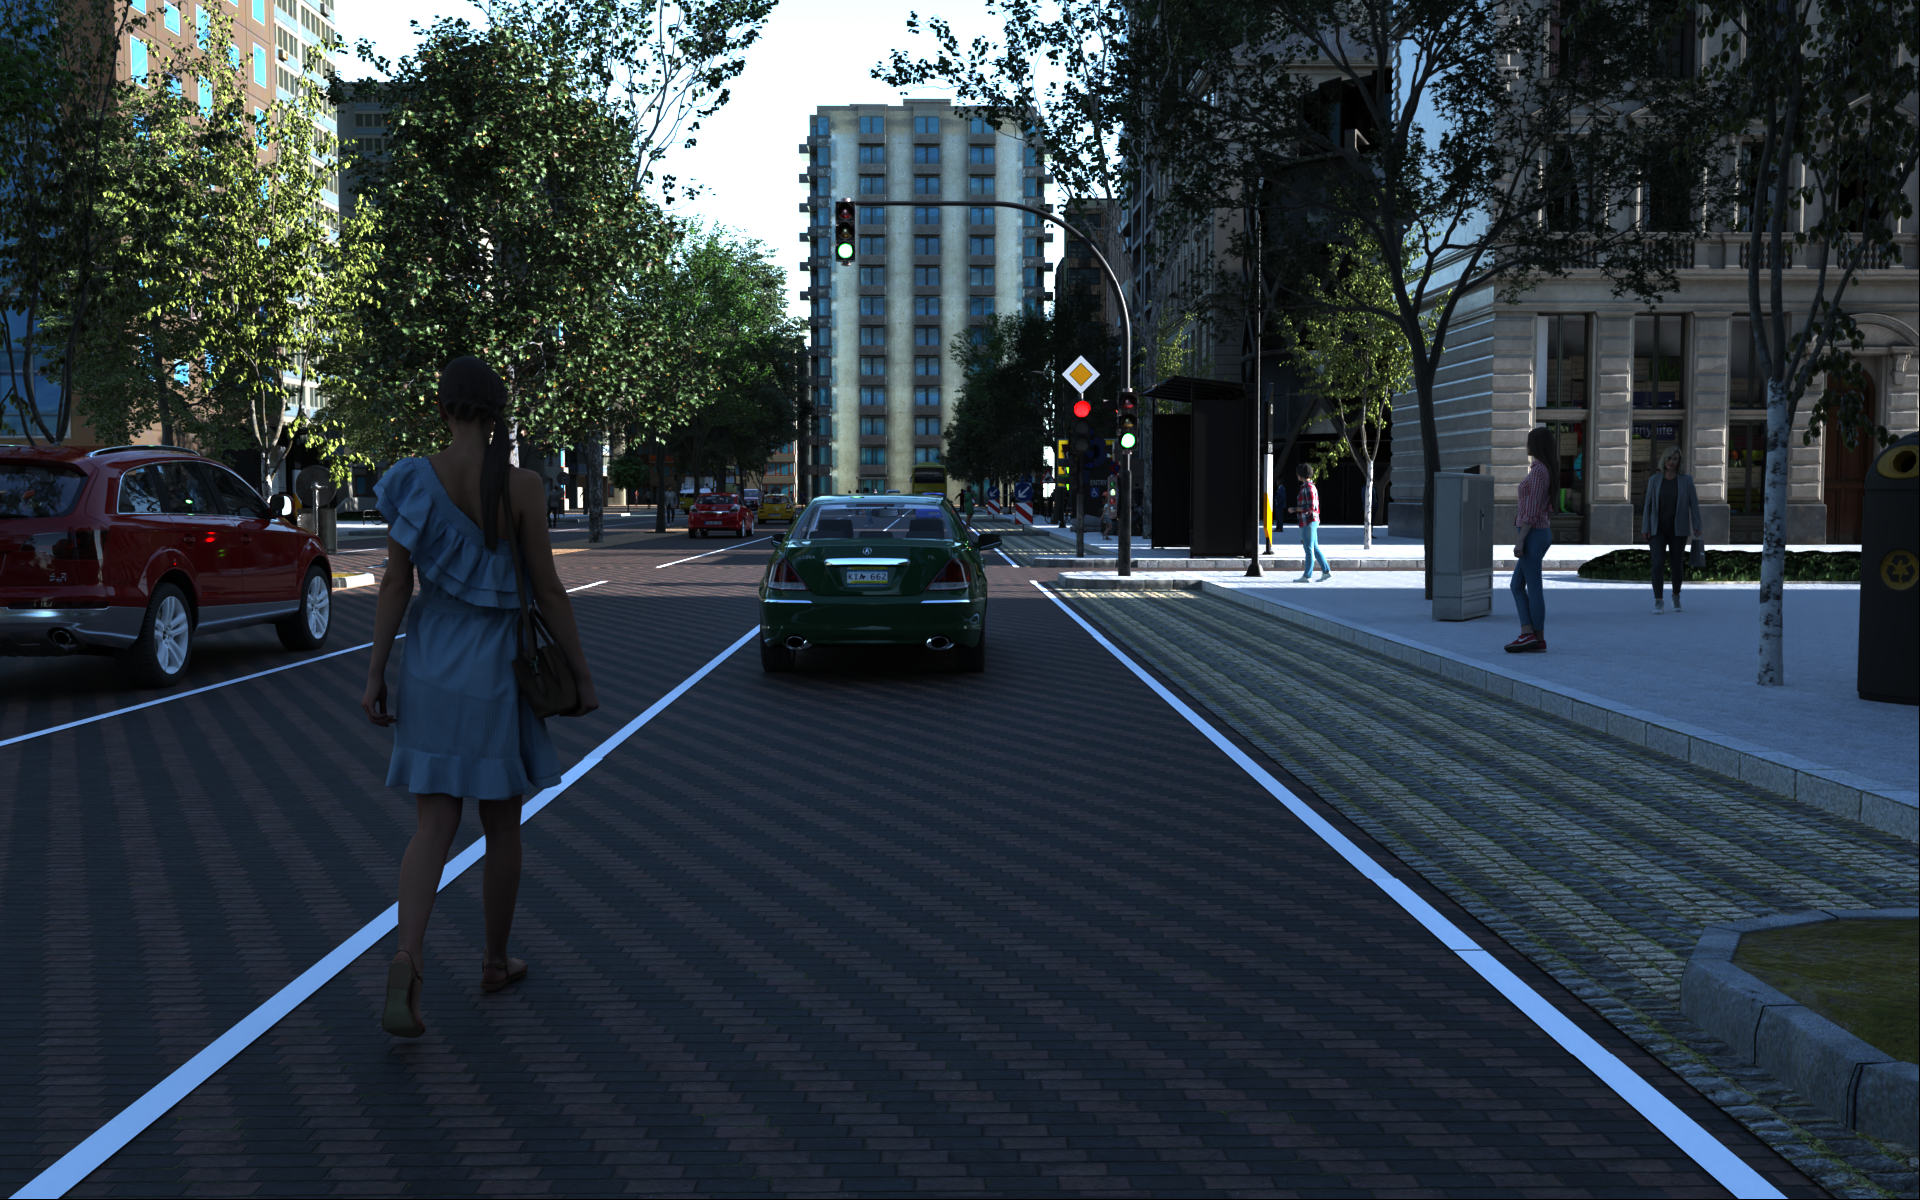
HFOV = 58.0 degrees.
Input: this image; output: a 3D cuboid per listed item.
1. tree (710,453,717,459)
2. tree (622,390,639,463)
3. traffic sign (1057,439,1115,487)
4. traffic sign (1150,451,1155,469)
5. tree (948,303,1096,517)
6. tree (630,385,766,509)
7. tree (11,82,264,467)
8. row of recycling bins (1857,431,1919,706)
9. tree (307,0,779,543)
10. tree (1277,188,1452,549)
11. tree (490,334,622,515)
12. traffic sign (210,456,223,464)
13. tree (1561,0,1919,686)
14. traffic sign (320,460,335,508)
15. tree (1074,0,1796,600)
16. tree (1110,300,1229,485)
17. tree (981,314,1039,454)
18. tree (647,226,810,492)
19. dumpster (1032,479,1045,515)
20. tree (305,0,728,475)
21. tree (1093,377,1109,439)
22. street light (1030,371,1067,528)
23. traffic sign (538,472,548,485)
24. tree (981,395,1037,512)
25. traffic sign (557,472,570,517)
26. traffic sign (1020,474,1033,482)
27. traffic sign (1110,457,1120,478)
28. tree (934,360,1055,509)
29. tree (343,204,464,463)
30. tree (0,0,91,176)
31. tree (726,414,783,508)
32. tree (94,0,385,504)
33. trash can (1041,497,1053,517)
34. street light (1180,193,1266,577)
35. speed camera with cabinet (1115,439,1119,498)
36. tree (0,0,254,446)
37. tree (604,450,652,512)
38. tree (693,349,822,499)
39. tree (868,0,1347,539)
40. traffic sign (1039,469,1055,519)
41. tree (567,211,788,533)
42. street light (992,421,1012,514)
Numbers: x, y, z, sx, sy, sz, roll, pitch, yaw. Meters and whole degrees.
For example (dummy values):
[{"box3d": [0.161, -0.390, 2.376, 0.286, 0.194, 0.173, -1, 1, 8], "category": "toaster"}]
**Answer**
[{"box3d": [-24.061, -13.605, 172.805, 4.360, 8.622, 3.978, 0, 3, 0], "category": "tree"}, {"box3d": [-23.053, -10.595, 107.633, 7.601, 10.594, 8.767, 1, 4, 19], "category": "tree"}, {"box3d": [4.720, -4.282, 63.886, 2.265, 3.308, 0.079, 0, 4, 3], "category": "traffic sign"}, {"box3d": [5.029, -2.591, 42.471, 0.768, 2.556, 0.104, 0, 4, 2], "category": "traffic sign"}, {"box3d": [3.522, -10.380, 95.471, 9.928, 11.665, 9.643, 0, 3, 0], "category": "tree"}, {"box3d": [-24.228, -14.584, 148.820, 12.009, 13.543, 11.850, 0, 3, 0], "category": "tree"}, {"box3d": [-22.846, -7.990, 48.764, 7.486, 12.596, 7.792, 0, 3, 0], "category": "tree"}, {"box3d": [6.122, -0.141, 9.413, 1.069, 1.692, 3.534, 0, 4, 0], "category": "row of recycling bins"}, {"box3d": [-11.905, -11.787, 51.058, 12.611, 20.169, 13.585, 0, 3, 0], "category": "tree"}, {"box3d": [9.462, -5.492, 40.161, 4.737, 8.622, 4.395, 0, 3, 0], "category": "tree"}, {"box3d": [-23.647, -9.711, 93.194, 8.767, 10.594, 7.601, -2, 4, -24], "category": "tree"}, {"box3d": [-23.762, -3.359, 55.031, 0.768, 2.556, 0.104, 1, 4, 8], "category": "traffic sign"}, {"box3d": [5.674, -3.727, 11.306, 4.360, 8.622, 3.978, 0, 3, 0], "category": "tree"}, {"box3d": [-23.376, -3.910, 64.039, 0.768, 2.556, 0.104, 1, 4, 9], "category": "traffic sign"}, {"box3d": [5.805, -5.302, 21.105, 8.767, 10.594, 7.601, 0, 4, -4], "category": "tree"}, {"box3d": [7.999, -7.038, 65.438, 4.737, 8.622, 4.395, 0, 3, 0], "category": "tree"}, {"box3d": [4.306, -8.472, 72.935, 7.601, 10.594, 8.767, 2, 4, 29], "category": "tree"}, {"box3d": [-11.556, -10.636, 83.018, 9.857, 13.997, 8.962, 0, 3, 0], "category": "tree"}, {"box3d": [4.383, -6.289, 105.317, 1.502, 2.255, 1.985, 0, 4, -1], "category": "dumpster"}, {"box3d": [-10.457, -7.379, 40.119, 9.611, 12.733, 9.660, 0, 3, 0], "category": "tree"}, {"box3d": [8.811, -9.377, 103.676, 4.737, 8.622, 4.395, 0, 3, 0], "category": "tree"}, {"box3d": [3.349, -5.690, 65.568, 1.470, 5.913, 1.316, 0, 4, -1], "category": "street light"}, {"box3d": [-24.546, -6.212, 101.674, 0.768, 2.556, 0.104, 0, 4, 8], "category": "traffic sign"}, {"box3d": [3.196, -10.535, 122.607, 4.360, 8.622, 3.978, 0, 3, 0], "category": "tree"}, {"box3d": [-22.645, -6.042, 98.894, 0.768, 2.556, 0.104, 0, 4, -1], "category": "traffic sign"}, {"box3d": [3.978, -6.345, 103.854, 0.768, 2.556, 0.104, 0, 4, 4], "category": "traffic sign"}, {"box3d": [5.271, -3.685, 60.351, 0.768, 2.556, 0.104, 0, 4, 0], "category": "traffic sign"}, {"box3d": [3.234, -14.002, 145.945, 9.611, 12.733, 9.660, 0, 3, 0], "category": "tree"}, {"box3d": [-22.369, -9.216, 68.816, 7.486, 12.596, 7.792, 0, 3, 0], "category": "tree"}, {"box3d": [-10.146, -5.160, 12.574, 9.928, 11.665, 9.643, 0, 3, 0], "category": "tree"}, {"box3d": [-11.364, -8.884, 98.068, 4.360, 8.622, 3.978, 0, 3, 0], "category": "tree"}, {"box3d": [-10.189, -4.428, 25.226, 4.737, 8.622, 4.395, 0, 3, 0], "category": "tree"}, {"box3d": [4.935, -5.306, 98.412, 0.748, 1.137, 0.748, 0, 3, 0], "category": "trash can"}, {"box3d": [4.055, -3.318, 26.798, 1.470, 5.913, 1.316, 0, 4, -1], "category": "street light"}, {"box3d": [5.103, -4.153, 62.241, 2.038, 3.252, 0.660, -2, 4, -25], "category": "speed camera with cabinet"}, {"box3d": [-10.386, -4.102, 19.893, 4.360, 8.622, 3.978, 0, 3, 0], "category": "tree"}, {"box3d": [-23.508, -8.467, 122.151, 4.285, 4.588, 4.351, 0, 3, 0], "category": "tree"}, {"box3d": [-11.476, -9.484, 91.937, 8.767, 10.594, 7.601, 0, 4, -1], "category": "tree"}, {"box3d": [4.170, -11.851, 49.661, 12.611, 20.169, 13.585, 0, 3, 0], "category": "tree"}, {"box3d": [4.496, -5.416, 88.549, 0.884, 2.594, 0.081, 0, 4, 1], "category": "traffic sign"}, {"box3d": [-10.805, -8.225, 62.687, 9.928, 11.665, 9.643, 0, 3, 0], "category": "tree"}, {"box3d": [2.636, -8.393, 109.769, 1.470, 5.913, 1.316, 0, 4, -1], "category": "street light"}]
